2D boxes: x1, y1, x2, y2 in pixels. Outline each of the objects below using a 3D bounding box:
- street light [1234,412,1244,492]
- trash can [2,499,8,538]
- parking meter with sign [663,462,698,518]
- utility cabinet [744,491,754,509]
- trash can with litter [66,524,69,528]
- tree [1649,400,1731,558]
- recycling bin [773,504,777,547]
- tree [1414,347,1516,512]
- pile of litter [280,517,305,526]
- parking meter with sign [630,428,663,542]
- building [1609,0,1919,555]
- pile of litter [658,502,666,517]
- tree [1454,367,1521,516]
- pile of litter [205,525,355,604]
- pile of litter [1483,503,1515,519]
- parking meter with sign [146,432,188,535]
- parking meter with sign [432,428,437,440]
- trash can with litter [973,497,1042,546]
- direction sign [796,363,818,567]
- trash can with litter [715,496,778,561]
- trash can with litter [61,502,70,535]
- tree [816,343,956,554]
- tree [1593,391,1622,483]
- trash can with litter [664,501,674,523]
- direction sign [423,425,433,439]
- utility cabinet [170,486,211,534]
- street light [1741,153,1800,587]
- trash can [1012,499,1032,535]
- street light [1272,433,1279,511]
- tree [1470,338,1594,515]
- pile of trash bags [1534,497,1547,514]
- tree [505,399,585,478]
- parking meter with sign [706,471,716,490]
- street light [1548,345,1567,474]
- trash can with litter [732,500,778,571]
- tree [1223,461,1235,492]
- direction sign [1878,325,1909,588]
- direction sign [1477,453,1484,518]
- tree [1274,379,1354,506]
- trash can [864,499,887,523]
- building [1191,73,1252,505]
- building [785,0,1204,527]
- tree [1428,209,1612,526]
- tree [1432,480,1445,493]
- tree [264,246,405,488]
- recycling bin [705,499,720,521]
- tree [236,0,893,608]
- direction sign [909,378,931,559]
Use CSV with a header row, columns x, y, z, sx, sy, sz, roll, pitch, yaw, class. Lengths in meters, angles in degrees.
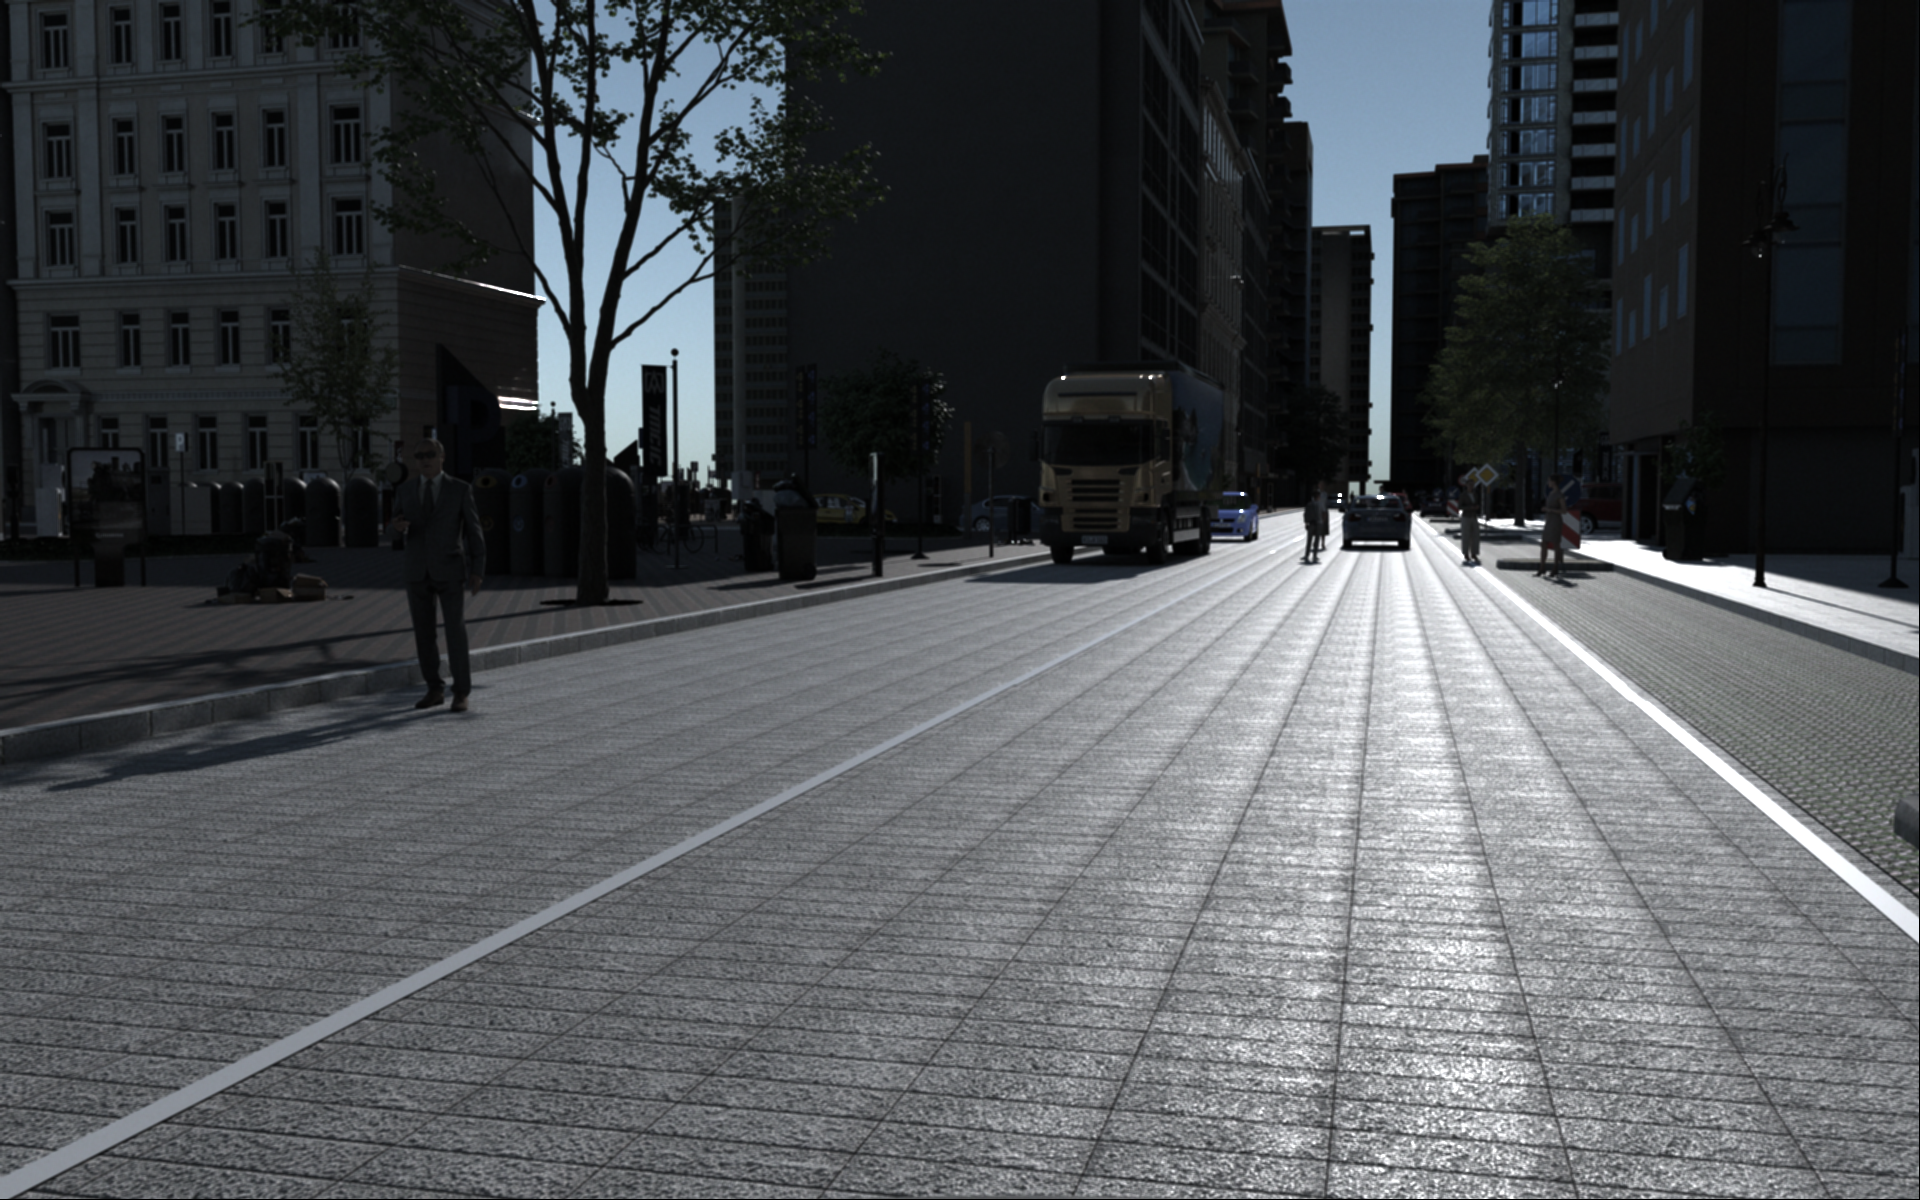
x,y,z,sx,sy,sz,roll,pitch,yaw,class
15.676,-7.632,97.577,0.468,5.910,1.993,1,4,14,street light
-27.121,-2.258,48.578,0.748,1.137,0.748,0,3,0,trash can
-14.983,-5.940,93.373,1.738,3.016,0.543,2,4,27,parking meter with sign
-16.670,-7.848,136.993,1.173,1.500,0.318,1,4,23,utility cabinet
-33.285,-3.357,65.947,2.233,1.210,1.678,-2,4,-24,trash can with litter
15.289,-2.499,35.467,1.663,3.219,1.824,0,3,0,tree
-4.131,-1.819,42.300,0.722,1.027,0.722,1,4,10,recycling bin
36.038,-12.030,122.446,9.928,11.665,9.643,0,3,0,tree
-12.684,-1.123,32.328,1.176,0.858,1.719,-3,4,-37,pile of litter
-8.513,-3.065,46.366,0.543,3.016,1.738,-2,4,-25,parking meter with sign
23.894,-23.888,40.678,14.600,45.320,14.200,1,4,14,building
-16.943,-5.177,98.604,1.719,0.858,1.176,2,4,34,pile of litter
30.138,-9.101,99.158,4.360,8.622,3.978,0,3,0,tree
-8.157,-0.422,20.860,1.719,0.858,1.176,-1,4,-20,pile of litter
27.966,-4.648,89.956,1.719,0.858,1.176,2,4,27,pile of litter
-22.522,-3.189,48.408,0.543,3.016,1.738,3,4,37,parking meter with sign
-13.093,-3.050,46.122,1.738,3.016,0.543,-2,4,-30,parking meter with sign
1.324,-2.013,43.963,1.678,1.210,2.233,-1,4,-12,trash can with litter
-2.700,-2.352,30.451,0.379,3.537,0.876,-2,4,-28,direction sign
-3.941,-1.380,33.626,1.678,1.210,2.233,-1,4,-17,trash can with litter
-28.066,-2.619,54.202,0.624,1.170,1.055,2,4,27,trash can with litter
-1.650,-3.319,37.982,4.285,4.588,4.351,0,3,0,tree
42.264,-10.077,115.117,4.737,8.622,4.395,0,3,0,tree
-12.663,-3.993,76.670,1.055,1.170,0.624,2,4,31,trash can with litter
-17.322,-3.995,57.323,0.379,3.537,0.876,3,5,44,direction sign
-22.503,-2.559,50.516,0.318,1.500,1.173,3,5,43,utility cabinet
11.120,-3.127,23.909,0.468,5.910,1.993,1,4,14,street light
1.942,-2.639,54.803,0.748,1.137,0.748,0,3,0,trash can
23.279,-9.484,127.851,0.468,5.910,1.993,1,4,14,street light
25.440,-7.855,78.797,4.737,8.622,4.395,0,3,0,tree
37.019,-6.278,112.397,1.912,1.369,3.447,0,4,-5,pile of trash bags
-14.628,-4.670,60.070,4.285,4.588,4.351,0,3,0,tree
-18.624,-8.115,128.947,0.543,3.016,1.738,-1,4,-23,parking meter with sign
18.615,-4.970,54.053,0.468,5.910,1.993,1,4,14,street light
-3.183,-1.082,29.073,1.055,1.170,0.624,-2,4,-27,trash can with litter
13.038,-5.665,87.228,1.663,3.219,1.824,0,3,0,tree
12.820,-1.938,23.689,0.379,3.537,0.876,1,4,20,direction sign
28.186,-6.235,93.941,0.379,3.537,0.876,0,4,-5,direction sign
38.912,-17.509,192.921,9.857,13.997,8.962,0,3,0,tree
-2.607,-2.545,53.257,0.748,1.137,0.748,0,3,0,trash can
9.943,-18.667,102.463,12.463,27.353,25.104,1,4,14,building
2.712,-17.460,78.981,14.314,27.812,24.014,1,4,14,building
22.901,-9.246,69.295,7.486,12.596,7.792,0,3,0,tree
58.041,-13.192,210.289,1.663,3.219,1.824,0,3,0,tree
-18.251,-6.166,51.184,4.737,8.622,4.395,0,3,0,tree
-12.062,-4.395,84.405,0.722,1.027,0.722,-1,4,-10,recycling bin
-4.213,-5.742,19.637,9.928,11.665,9.643,0,3,0,tree
-0.789,-2.582,34.220,0.379,3.537,0.876,-2,4,-28,direction sign
